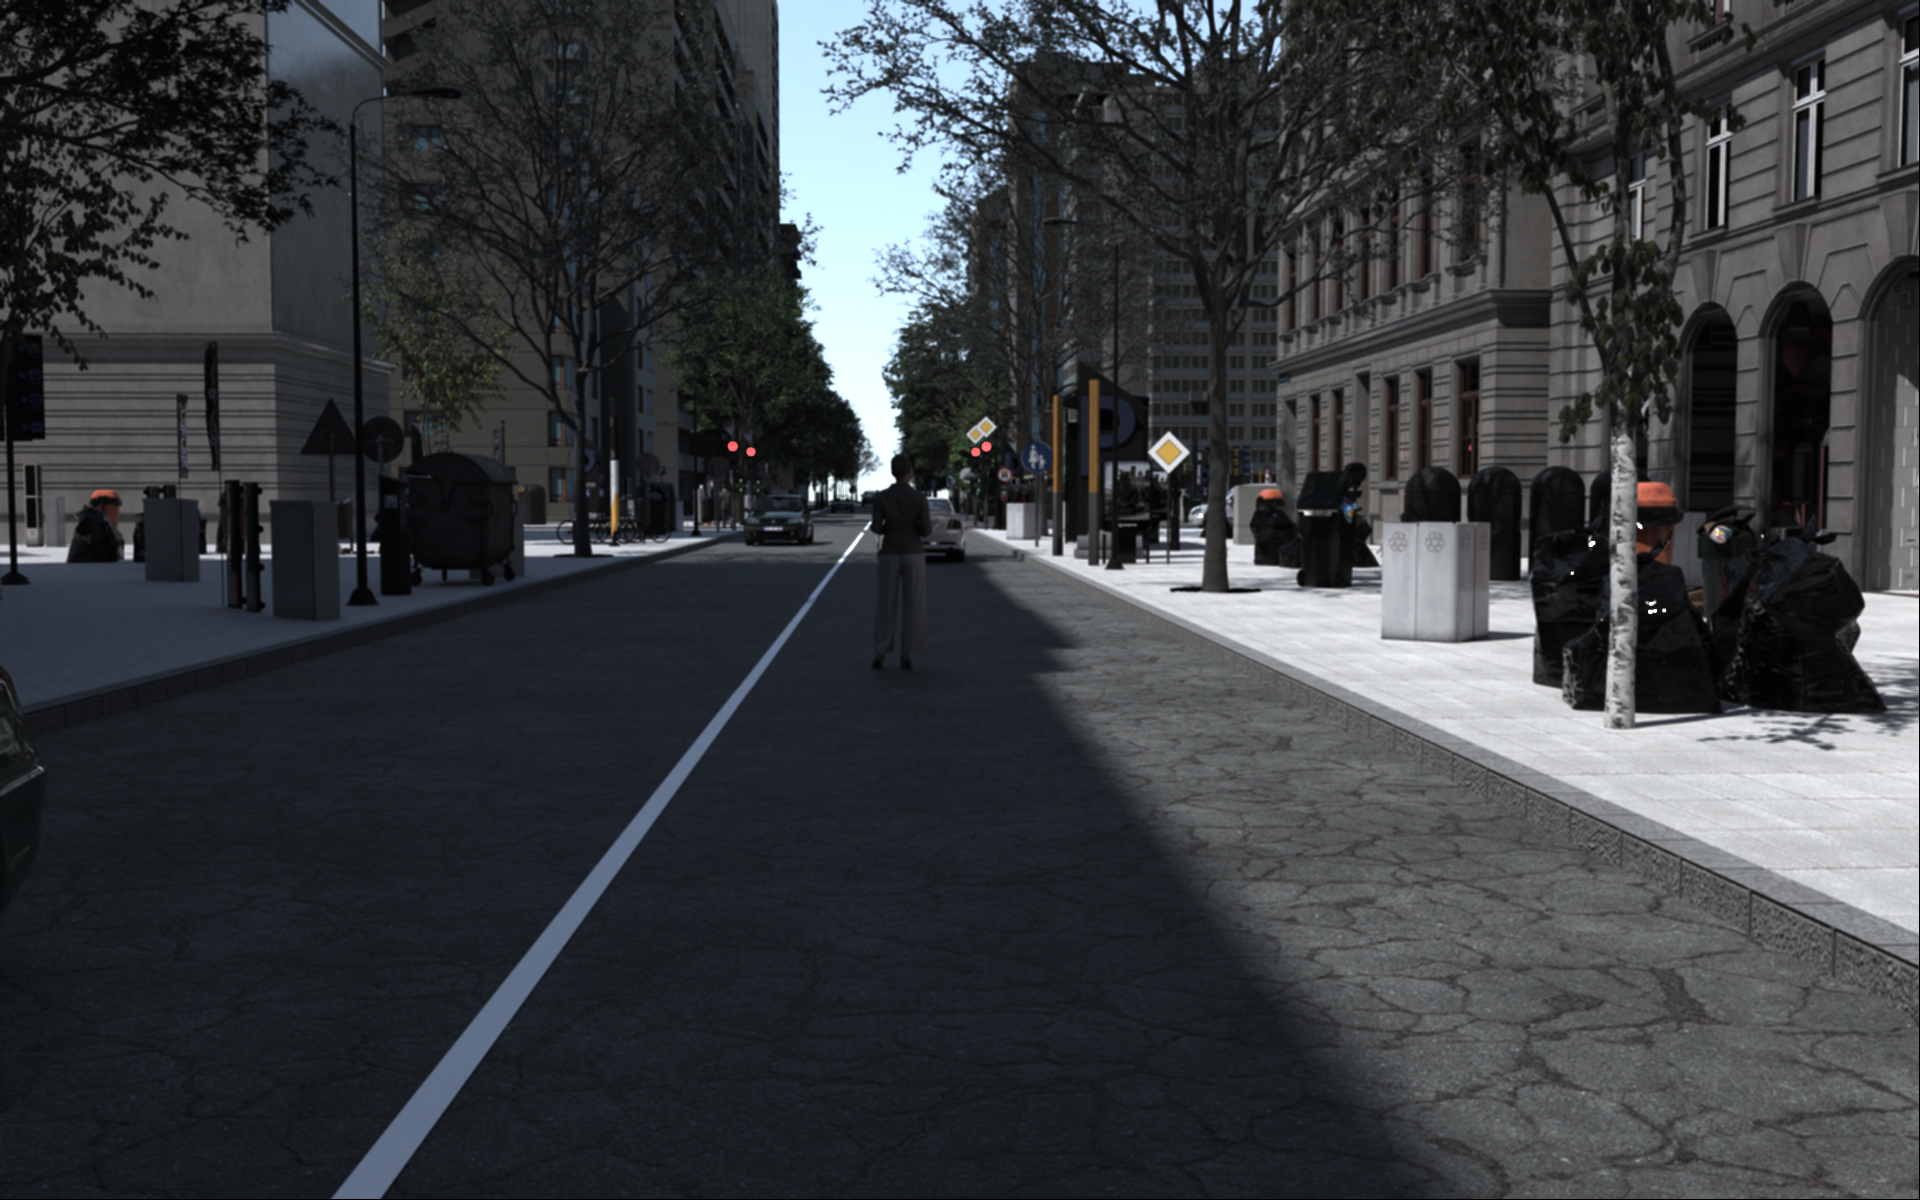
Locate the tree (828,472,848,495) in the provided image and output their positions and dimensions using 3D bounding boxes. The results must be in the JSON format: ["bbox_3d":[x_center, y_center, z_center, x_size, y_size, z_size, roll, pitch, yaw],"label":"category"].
[{"bbox_3d":[-15.050,-16.252,216.088,4.737,8.622,4.395,0,3,0],"label":"tree"}]

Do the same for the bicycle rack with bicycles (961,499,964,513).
[{"bbox_3d":[0.457,-6.224,115.149,2.925,0.926,2.852,0,4,7],"label":"bicycle rack with bicycles"}]

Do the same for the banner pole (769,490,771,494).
[{"bbox_3d":[-11.525,-7.031,104.967,0.401,3.779,0.863,0,4,-7],"label":"banner pole"}]

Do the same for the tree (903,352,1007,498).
[{"bbox_3d":[-0.158,-12.173,124.782,9.928,11.665,9.643,0,3,0],"label":"tree"}]

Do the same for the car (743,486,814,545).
[{"bbox_3d":[-5.150,-2.430,49.519,2.009,1.686,4.222,0,4,-1],"label":"car"}]

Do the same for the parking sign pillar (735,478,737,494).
[{"bbox_3d":[-18.212,-9.496,143.724,1.447,3.967,1.447,1,4,19],"label":"parking sign pillar"}]

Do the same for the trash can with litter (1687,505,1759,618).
[{"bbox_3d":[7.776,-0.404,17.999,0.624,1.170,1.055,-1,4,-15],"label":"trash can with litter"}]

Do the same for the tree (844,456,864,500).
[{"bbox_3d":[-18.001,-20.568,286.656,4.360,8.622,3.978,0,3,0],"label":"tree"}]

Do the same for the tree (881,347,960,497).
[{"bbox_3d":[-2.833,-21.516,207.672,12.611,20.169,13.585,0,3,0],"label":"tree"}]

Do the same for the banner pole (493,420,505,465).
[{"bbox_3d":[-15.633,-4.212,58.883,0.863,3.779,0.401,3,5,43],"label":"banner pole"}]

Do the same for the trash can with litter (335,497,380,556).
[{"bbox_3d":[-12.863,-1.594,37.126,1.678,1.210,2.233,2,4,29],"label":"trash can with litter"}]

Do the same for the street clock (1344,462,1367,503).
[{"bbox_3d":[9.023,-2.141,39.576,0.471,2.002,0.358,-1,4,-20],"label":"street clock"}]

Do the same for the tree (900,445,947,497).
[{"bbox_3d":[-3.903,-19.170,230.429,9.611,12.733,9.660,0,3,0],"label":"tree"}]

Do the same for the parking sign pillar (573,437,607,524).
[{"bbox_3d":[-15.971,-5.266,74.566,1.447,3.967,1.447,2,4,26],"label":"parking sign pillar"}]

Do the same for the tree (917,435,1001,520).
[{"bbox_3d":[0.864,-6.313,86.938,4.285,4.588,4.351,0,3,0],"label":"tree"}]

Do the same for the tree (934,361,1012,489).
[{"bbox_3d":[0.915,-8.912,96.076,4.737,8.622,4.395,0,3,0],"label":"tree"}]

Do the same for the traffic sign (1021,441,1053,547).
[{"bbox_3d":[1.864,-2.556,41.895,0.768,2.556,0.104,0,4,4],"label":"traffic sign"}]

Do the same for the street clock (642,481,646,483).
[{"bbox_3d":[-16.845,-5.414,93.091,0.471,2.002,0.358,2,4,32],"label":"street clock"}]

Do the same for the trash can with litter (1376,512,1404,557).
[{"bbox_3d":[9.022,-1.460,35.255,1.055,1.170,0.624,2,4,25],"label":"trash can with litter"}]

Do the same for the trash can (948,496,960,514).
[{"bbox_3d":[-0.398,-5.939,108.753,0.748,1.137,0.748,0,3,0],"label":"trash can"}]

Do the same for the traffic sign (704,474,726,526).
[{"bbox_3d":[-9.813,-4.249,69.470,0.884,2.594,0.081,0,4,3],"label":"traffic sign"}]

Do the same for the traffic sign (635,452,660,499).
[{"bbox_3d":[-9.533,-3.227,52.869,0.768,2.556,0.104,0,4,2],"label":"traffic sign"}]

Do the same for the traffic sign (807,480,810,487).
[{"bbox_3d":[-12.353,-8.474,138.657,0.768,2.556,0.104,0,4,-1],"label":"traffic sign"}]

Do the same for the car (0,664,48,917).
[{"bbox_3d":[-3.437,0.542,2.942,2.131,1.459,4.920,0,4,-2],"label":"car"}]

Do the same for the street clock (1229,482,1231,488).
[{"bbox_3d":[14.846,-5.635,96.694,0.471,2.002,0.358,-1,4,-8],"label":"street clock"}]

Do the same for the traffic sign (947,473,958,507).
[{"bbox_3d":[-0.424,-6.386,104.517,0.768,2.556,0.104,0,4,-1],"label":"traffic sign"}]

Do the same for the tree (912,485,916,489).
[{"bbox_3d":[-2.521,-12.299,184.794,4.285,4.588,4.351,0,3,0],"label":"tree"}]

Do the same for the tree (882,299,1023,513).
[{"bbox_3d":[-0.166,-12.515,111.272,9.857,13.997,8.962,0,3,0],"label":"tree"}]

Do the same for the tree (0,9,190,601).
[{"bbox_3d":[-11.636,-4.310,20.836,4.737,8.622,4.395,0,3,0],"label":"tree"}]

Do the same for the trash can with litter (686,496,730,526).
[{"bbox_3d":[-10.439,-3.788,72.985,2.233,1.210,1.678,0,4,-1],"label":"trash can with litter"}]

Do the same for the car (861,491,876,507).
[{"bbox_3d":[-10.198,-11.559,197.654,2.281,1.827,5.304,0,4,-2],"label":"car"}]

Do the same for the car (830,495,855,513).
[{"bbox_3d":[-9.027,-7.388,133.375,1.945,1.354,3.894,0,4,-2],"label":"car"}]

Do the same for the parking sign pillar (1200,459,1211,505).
[{"bbox_3d":[18.943,-8.810,132.511,1.447,3.967,1.447,-2,4,-32],"label":"parking sign pillar"}]

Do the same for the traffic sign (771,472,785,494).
[{"bbox_3d":[-10.266,-5.965,97.632,0.768,2.556,0.104,0,4,0],"label":"traffic sign"}]

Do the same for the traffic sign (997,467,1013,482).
[{"bbox_3d":[2.075,-4.924,80.610,0.768,2.556,0.104,0,4,1],"label":"traffic sign"}]

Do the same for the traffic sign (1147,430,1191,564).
[{"bbox_3d":[3.792,-1.855,31.511,0.795,2.450,0.064,0,4,5],"label":"traffic sign"}]

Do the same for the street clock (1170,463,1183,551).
[{"bbox_3d":[4.862,-2.116,39.163,0.358,2.002,0.471,2,4,24],"label":"street clock"}]

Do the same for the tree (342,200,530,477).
[{"bbox_3d":[-12.843,-5.646,42.667,4.737,8.622,4.395,0,3,0],"label":"tree"}]

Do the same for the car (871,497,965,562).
[{"bbox_3d":[-0.900,-1.572,38.060,2.083,1.381,4.827,0,4,-3],"label":"car"}]

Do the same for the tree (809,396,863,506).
[{"bbox_3d":[-14.091,-16.510,188.062,7.486,12.596,7.792,0,3,0],"label":"tree"}]

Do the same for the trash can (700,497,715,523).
[{"bbox_3d":[-10.811,-3.840,74.440,0.748,1.137,0.748,0,3,0],"label":"trash can"}]

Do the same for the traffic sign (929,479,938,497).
[{"bbox_3d":[-2.220,-8.887,145.402,0.768,2.556,0.104,0,4,-1],"label":"traffic sign"}]

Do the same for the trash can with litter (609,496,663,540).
[{"bbox_3d":[-9.221,-2.322,49.017,1.678,1.210,2.233,1,4,17],"label":"trash can with litter"}]

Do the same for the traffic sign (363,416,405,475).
[{"bbox_3d":[-9.465,-1.728,28.354,0.768,2.556,0.104,0,4,6],"label":"traffic sign"}]

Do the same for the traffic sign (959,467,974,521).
[{"bbox_3d":[0.337,-5.041,82.528,0.768,2.556,0.104,0,3,0],"label":"traffic sign"}]

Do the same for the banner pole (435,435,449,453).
[{"bbox_3d":[-21.713,-5.065,72.834,0.401,3.779,0.863,3,4,37],"label":"banner pole"}]

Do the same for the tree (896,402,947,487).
[{"bbox_3d":[-2.819,-15.633,173.725,7.486,12.596,7.792,0,3,0],"label":"tree"}]

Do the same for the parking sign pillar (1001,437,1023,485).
[{"bbox_3d":[2.461,-5.713,81.877,1.447,3.967,1.447,3,4,36],"label":"parking sign pillar"}]

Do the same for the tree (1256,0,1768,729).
[{"bbox_3d":[3.386,-3.602,9.249,4.360,8.622,3.978,0,3,0],"label":"tree"}]

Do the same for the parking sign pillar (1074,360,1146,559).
[{"bbox_3d":[2.999,-2.818,34.543,1.447,3.967,1.447,0,4,7],"label":"parking sign pillar"}]

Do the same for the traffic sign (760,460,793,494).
[{"bbox_3d":[-10.805,-6.526,100.574,2.265,3.308,0.079,0,4,3],"label":"traffic sign"}]

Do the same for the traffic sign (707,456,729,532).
[{"bbox_3d":[-8.149,-3.556,58.252,0.768,2.556,0.104,0,4,7],"label":"traffic sign"}]

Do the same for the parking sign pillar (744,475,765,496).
[{"bbox_3d":[-16.218,-9.228,139.342,1.447,3.967,1.447,-3,5,-41],"label":"parking sign pillar"}]

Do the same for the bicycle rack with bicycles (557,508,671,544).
[{"bbox_3d":[-9.047,-1.955,45.352,2.925,0.926,2.852,-1,4,-12],"label":"bicycle rack with bicycles"}]

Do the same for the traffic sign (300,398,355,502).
[{"bbox_3d":[-8.514,-1.437,23.494,0.884,2.594,0.081,0,4,4],"label":"traffic sign"}]

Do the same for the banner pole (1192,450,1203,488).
[{"bbox_3d":[11.945,-5.965,87.548,0.401,3.779,0.863,-3,5,-40],"label":"banner pole"}]

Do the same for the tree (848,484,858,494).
[{"bbox_3d":[-18.143,-18.280,293.479,1.663,3.219,1.824,0,3,0],"label":"tree"}]
